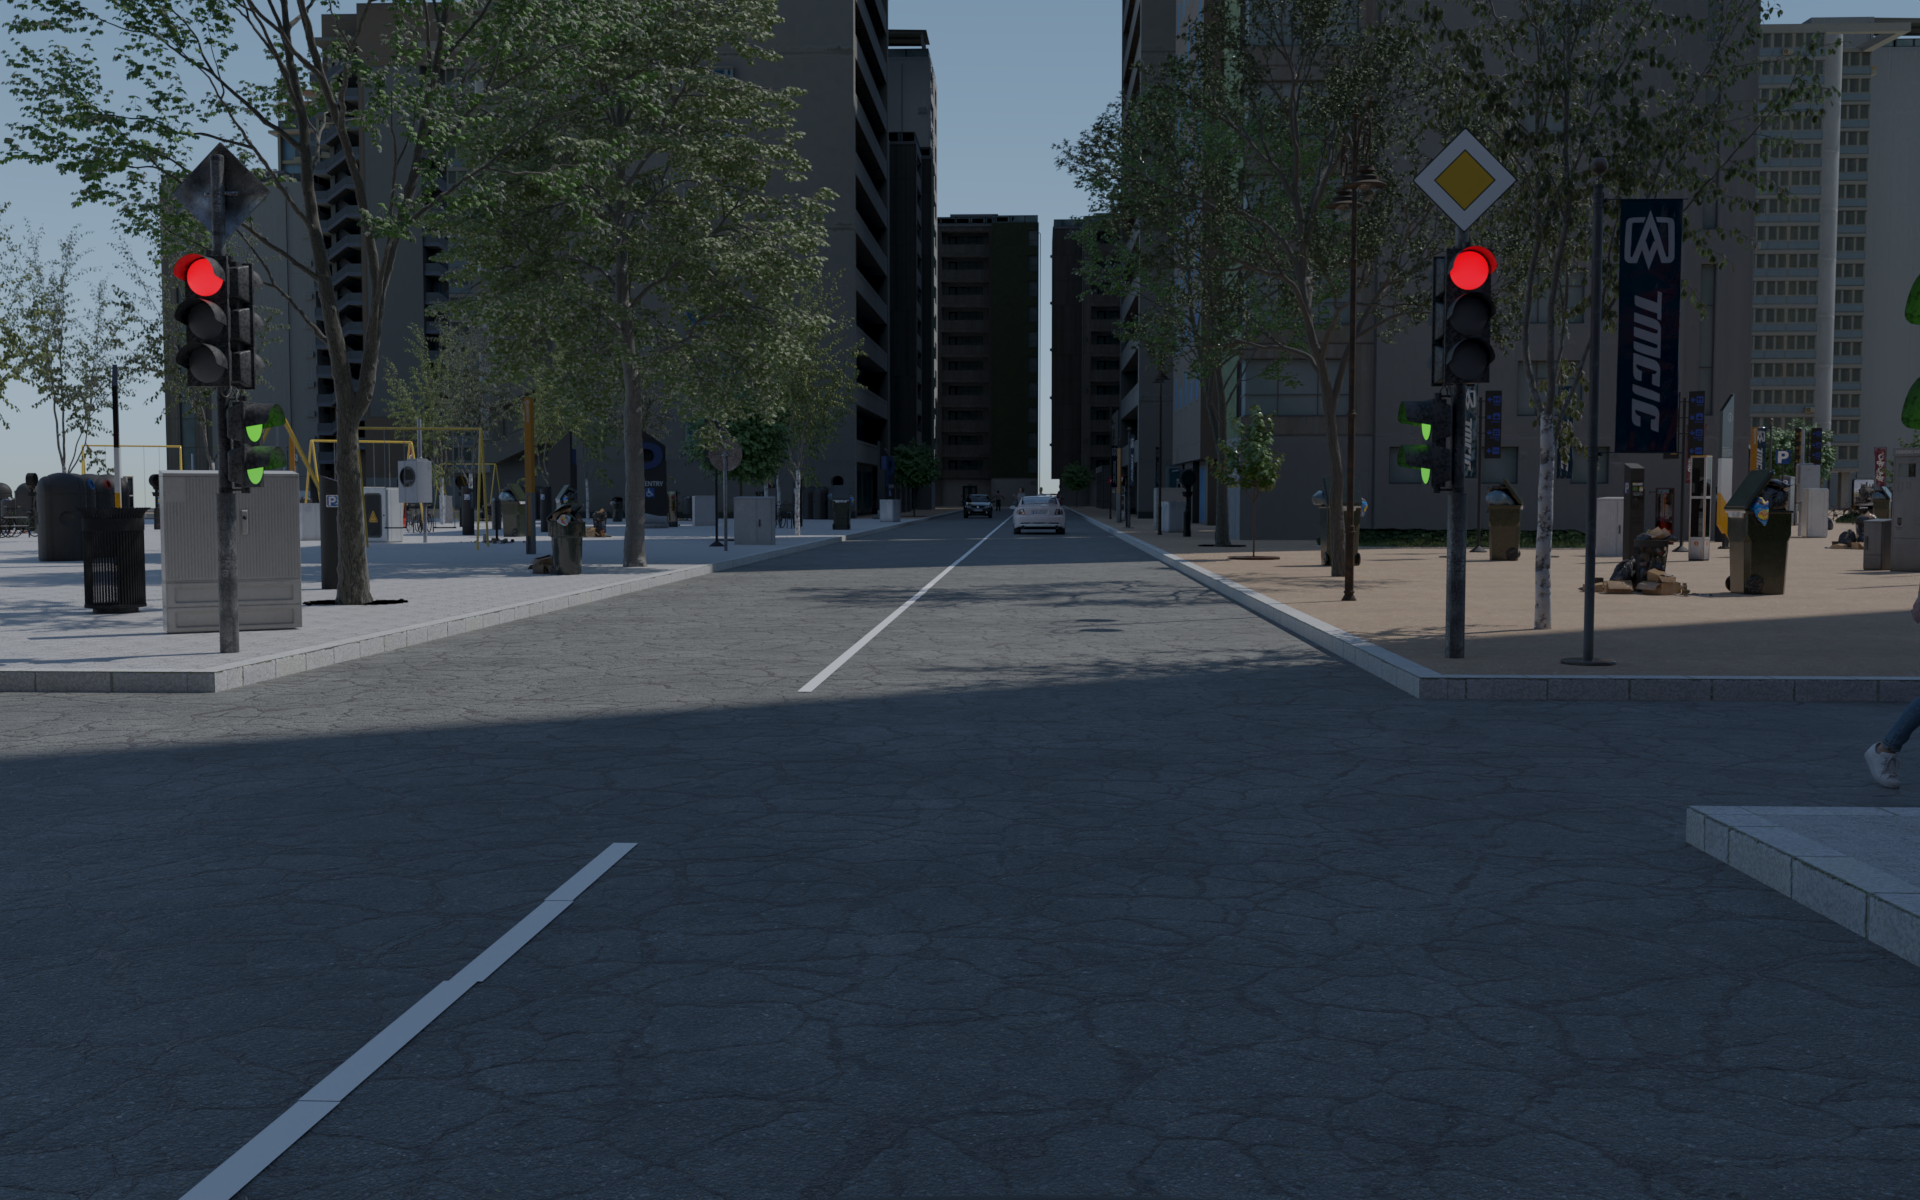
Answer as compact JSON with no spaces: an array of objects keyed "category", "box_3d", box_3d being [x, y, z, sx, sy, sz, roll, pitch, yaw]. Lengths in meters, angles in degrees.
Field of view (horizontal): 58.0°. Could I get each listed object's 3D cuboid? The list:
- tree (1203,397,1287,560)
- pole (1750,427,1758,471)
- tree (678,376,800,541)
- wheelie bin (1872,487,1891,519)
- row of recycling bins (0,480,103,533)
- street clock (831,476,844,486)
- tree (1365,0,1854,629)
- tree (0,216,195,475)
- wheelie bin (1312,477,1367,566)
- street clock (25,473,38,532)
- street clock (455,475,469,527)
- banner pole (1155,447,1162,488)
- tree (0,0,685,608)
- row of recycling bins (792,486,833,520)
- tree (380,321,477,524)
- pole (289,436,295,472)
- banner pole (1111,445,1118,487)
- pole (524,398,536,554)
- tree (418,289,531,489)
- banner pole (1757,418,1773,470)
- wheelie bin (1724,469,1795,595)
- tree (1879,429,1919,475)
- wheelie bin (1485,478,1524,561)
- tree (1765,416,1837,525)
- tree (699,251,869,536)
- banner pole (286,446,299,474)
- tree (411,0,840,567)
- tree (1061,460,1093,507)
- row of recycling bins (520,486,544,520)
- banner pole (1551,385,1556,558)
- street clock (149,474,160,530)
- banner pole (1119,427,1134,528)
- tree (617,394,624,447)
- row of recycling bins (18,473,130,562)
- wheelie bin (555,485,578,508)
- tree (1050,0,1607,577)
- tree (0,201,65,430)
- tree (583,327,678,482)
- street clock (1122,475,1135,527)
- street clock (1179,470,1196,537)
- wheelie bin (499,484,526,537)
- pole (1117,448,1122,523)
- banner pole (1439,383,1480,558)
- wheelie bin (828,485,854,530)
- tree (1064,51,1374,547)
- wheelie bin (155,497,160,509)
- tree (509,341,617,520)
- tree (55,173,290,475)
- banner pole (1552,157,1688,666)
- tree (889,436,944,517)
[{"category":"tree","box_3d":[5.876,-2.416,34.095,1.663,3.219,1.824,0,3,0]},{"category":"pole","box_3d":[24.212,-3.612,52.891,0.158,3.312,0.155,0,3,0]},{"category":"tree","box_3d":[-5.960,-3.911,47.655,4.285,4.588,4.351,0,3,0]},{"category":"wheelie bin","box_3d":[36.325,-3.687,68.195,0.693,1.594,0.980,3,5,42]},{"category":"row of recycling bins","box_3d":[-32.883,-3.365,62.123,3.534,1.692,1.069,-1,4,-21]},{"category":"street clock","box_3d":[-4.809,-3.872,67.869,0.471,2.002,0.358,-2,4,-25]},{"category":"tree","box_3d":[5.782,-4.027,16.198,4.360,8.622,3.978,0,3,0]},{"category":"tree","box_3d":[-24.031,-5.898,46.790,4.360,8.622,3.978,0,3,0]},{"category":"wheelie bin","box_3d":[6.791,-1.420,31.126,0.980,1.594,0.693,0,4,-3]},{"category":"street clock","box_3d":[-31.542,-3.323,58.904,0.358,2.002,0.471,0,4,-4]},{"category":"street clock","box_3d":[-19.330,-3.833,67.241,0.471,2.002,0.358,0,4,5]},{"category":"banner pole","box_3d":[9.311,-5.570,81.082,0.401,3.779,0.863,2,4,30]},{"category":"tree","box_3d":[-7.030,-5.763,19.982,9.928,11.665,9.643,0,3,0]},{"category":"row of recycling bins","box_3d":[-7.201,-4.915,87.476,3.534,1.692,1.069,3,5,44]},{"category":"tree","box_3d":[-22.077,-7.490,72.816,4.737,8.622,4.395,0,3,0]},{"category":"pole","box_3d":[-23.422,-4.095,60.800,0.158,3.312,0.155,0,3,0]},{"category":"banner pole","box_3d":[7.087,-5.402,78.343,0.401,3.779,0.863,3,5,43]},{"category":"pole","box_3d":[-9.154,-2.631,36.867,0.158,3.312,0.155,0,3,0]},{"category":"tree","box_3d":[-17.715,-6.878,62.819,4.360,8.622,3.978,0,3,0]},{"category":"banner pole","box_3d":[26.636,-4.123,57.421,0.863,3.779,0.401,-1,4,-9]},{"category":"wheelie bin","box_3d":[10.296,-0.881,22.318,0.693,1.594,0.980,0,4,1]},{"category":"tree","box_3d":[27.824,-3.431,50.706,1.663,3.219,1.824,0,3,0]},{"category":"wheelie bin","box_3d":[10.509,-1.562,33.445,0.693,1.594,0.980,1,4,21]},{"category":"tree","box_3d":[35.195,-5.446,72.756,4.285,4.588,4.351,0,3,0]},{"category":"tree","box_3d":[-4.956,-6.302,53.405,4.737,8.622,4.395,0,3,0]},{"category":"banner pole","box_3d":[-34.882,-6.141,90.427,0.863,3.779,0.401,1,4,10]},{"category":"tree","box_3d":[-6.145,-6.867,30.409,7.486,12.596,7.792,0,3,0]},{"category":"tree","box_3d":[11.176,-11.148,165.984,4.285,4.588,4.351,0,3,0]},{"category":"row of recycling bins","box_3d":[-21.431,-4.854,86.470,1.069,1.692,3.534,0,4,7]},{"category":"banner pole","box_3d":[12.151,-2.759,35.123,0.863,3.779,0.401,-2,4,-29]},{"category":"street clock","box_3d":[-28.884,-3.531,62.297,0.358,2.002,0.471,2,4,34]},{"category":"banner pole","box_3d":[6.382,-4.568,64.704,0.401,3.779,0.863,-1,4,-12]},{"category":"tree","box_3d":[-17.953,-8.188,84.243,4.737,8.622,4.395,0,3,0]},{"category":"row of recycling bins","box_3d":[-17.489,-1.678,34.546,1.069,1.692,3.534,-1,4,-9]},{"category":"wheelie bin","box_3d":[-13.619,-3.187,60.020,0.693,1.594,0.980,-2,4,-28]},{"category":"tree","box_3d":[5.880,-5.662,26.981,8.767,10.594,7.601,-1,4,-10]},{"category":"tree","box_3d":[-23.685,-5.540,40.940,4.737,8.622,4.395,0,3,0]},{"category":"tree","box_3d":[-13.160,-7.351,70.550,4.360,8.622,3.978,0,3,0]},{"category":"street clock","box_3d":[6.543,-3.840,67.362,0.471,2.002,0.358,0,4,8]},{"category":"street clock","box_3d":[6.822,-2.899,51.970,0.471,2.002,0.358,-1,4,-14]},{"category":"wheelie bin","box_3d":[-13.403,-2.694,51.953,0.693,1.594,0.980,1,4,12]},{"category":"pole","box_3d":[7.108,-5.099,77.206,0.158,3.312,0.155,0,3,0]},{"category":"banner pole","box_3d":[10.025,-2.733,34.708,0.401,3.779,0.863,-3,4,-37]},{"category":"wheelie bin","box_3d":[-4.270,-3.322,62.229,0.980,1.594,0.693,0,4,3]},{"category":"tree","box_3d":[6.226,-7.104,41.902,9.928,11.665,9.643,0,3,0]},{"category":"wheelie bin","box_3d":[-31.764,-3.767,69.495,0.693,1.594,0.980,1,4,9]},{"category":"tree","box_3d":[-18.722,-7.871,79.058,4.737,8.622,4.395,0,3,0]},{"category":"tree","box_3d":[-17.355,-5.469,39.784,4.360,8.622,3.978,0,3,0]},{"category":"banner pole","box_3d":[4.981,-1.404,12.977,0.863,3.779,0.401,0,4,2]},{"category":"tree","box_3d":[-2.623,-6.988,97.968,4.285,4.588,4.351,0,3,0]}]
